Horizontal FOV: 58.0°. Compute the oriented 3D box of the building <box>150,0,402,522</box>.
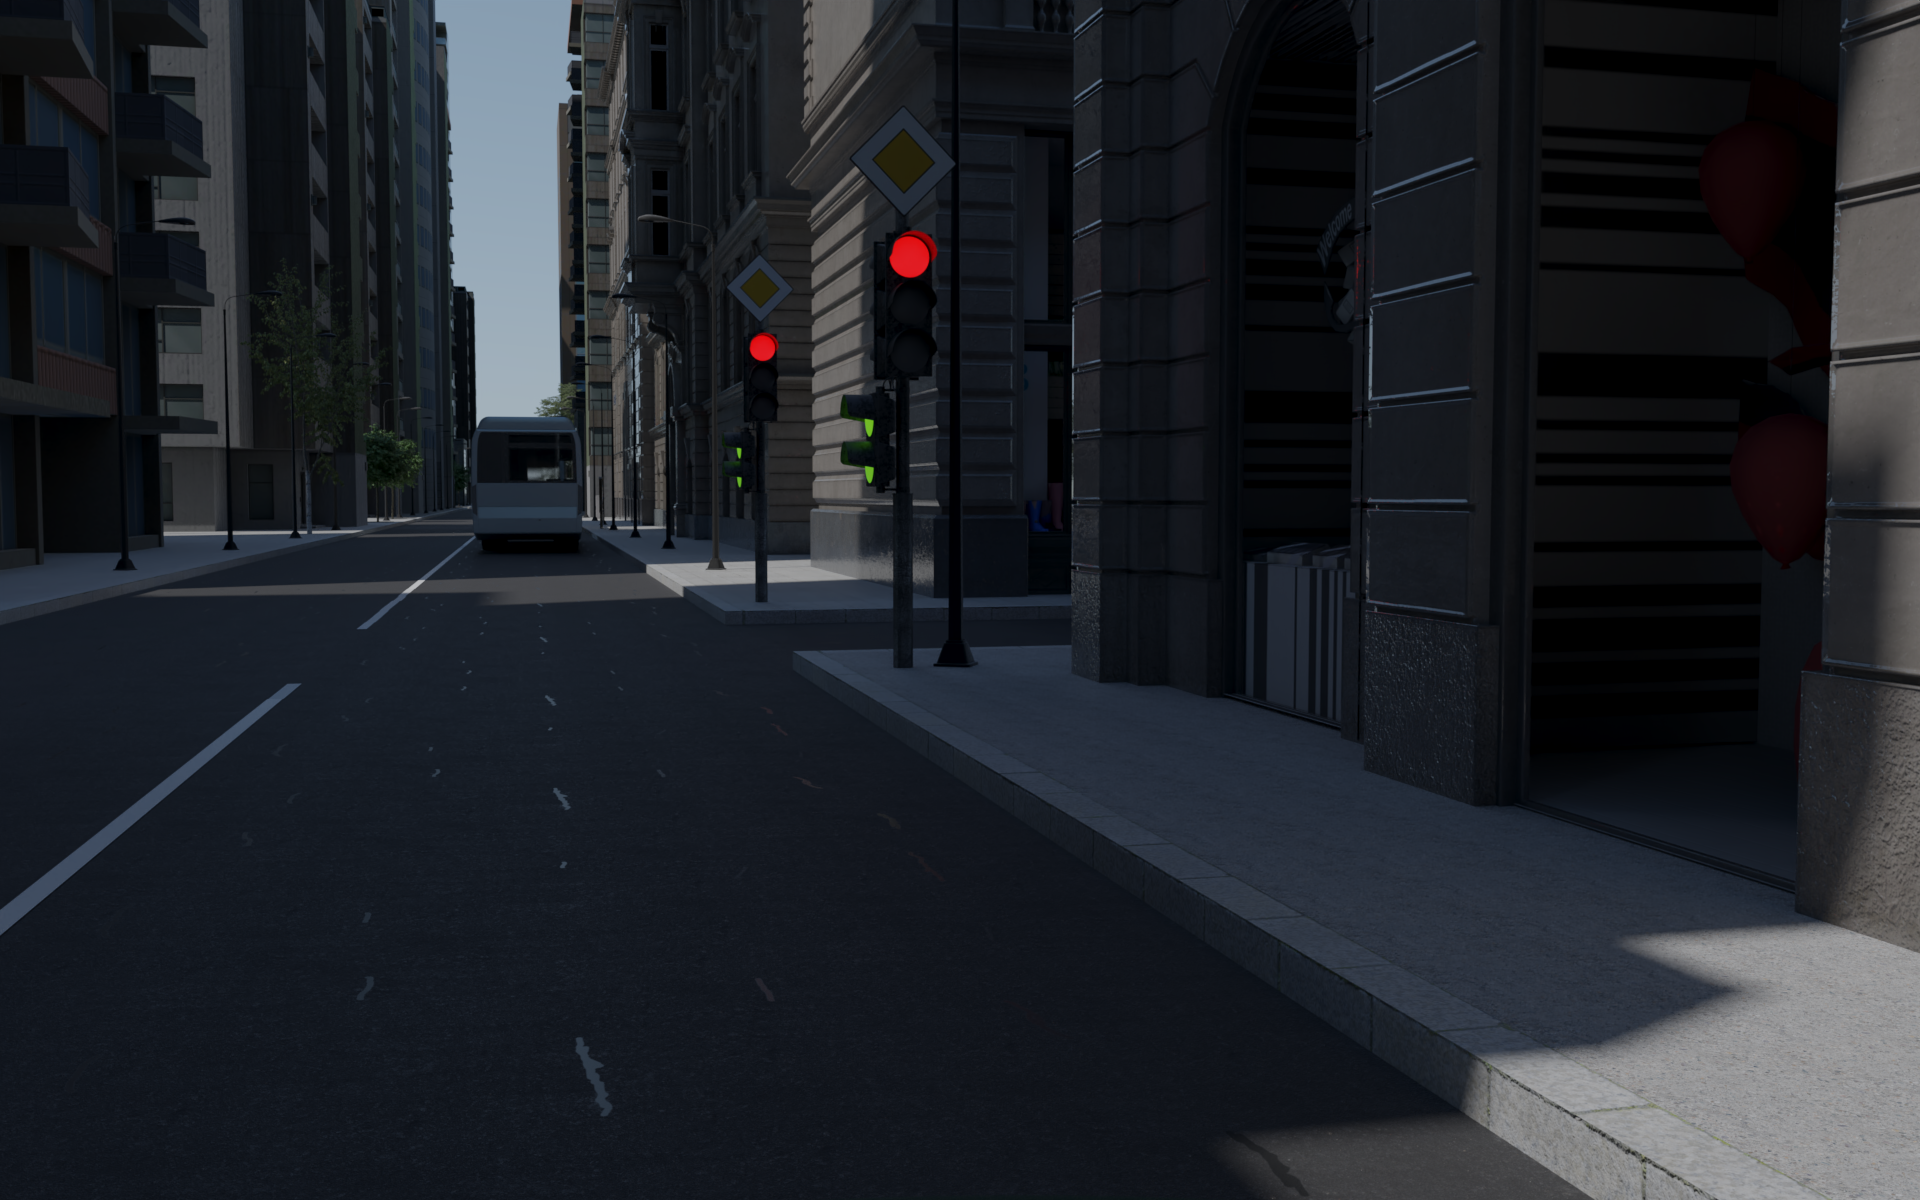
[{"bbox_3d":[-39.118,-19.843,96.131,14.160,30.474,14.107,-1,4,-14],"label":"building"}]

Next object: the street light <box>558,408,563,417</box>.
[{"bbox_3d":[-20.681,-7.372,93.074,1.470,5.913,1.316,-1,4,-14],"label":"street light"}]

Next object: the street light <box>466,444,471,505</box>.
[{"bbox_3d":[-45.708,-11.353,158.154,1.470,5.913,1.316,-1,4,-14],"label":"street light"}]

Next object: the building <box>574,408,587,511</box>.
[{"bbox_3d":[-16.586,-49.709,125.417,22.319,86.520,31.000,-1,4,-14],"label":"building"}]

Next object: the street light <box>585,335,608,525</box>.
[{"bbox_3d":[-10.098,-4.785,50.777,1.470,5.913,1.316,-1,4,-14],"label":"street light"}]

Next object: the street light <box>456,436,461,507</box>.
[{"bbox_3d":[-40.400,-10.041,136.709,1.470,5.913,1.316,-1,4,-14],"label":"street light"}]

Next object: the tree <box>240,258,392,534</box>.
[{"bbox_3d":[-20.507,-6.400,54.996,4.737,8.622,4.395,0,3,0],"label":"tree"}]

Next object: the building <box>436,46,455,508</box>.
[{"bbox_3d":[-52.307,-28.648,151.995,14.154,41.232,14.086,-1,4,-14],"label":"building"}]

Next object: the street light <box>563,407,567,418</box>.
[{"bbox_3d":[-17.968,-6.721,82.437,1.470,5.913,1.316,-1,4,-14],"label":"street light"}]

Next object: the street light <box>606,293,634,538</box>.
[{"bbox_3d":[-7.362,-4.146,40.326,1.470,5.913,1.316,-1,4,-14],"label":"street light"}]

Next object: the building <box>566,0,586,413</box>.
[{"bbox_3d":[-23.734,-30.647,155.706,22.147,44.769,28.867,-1,4,-14],"label":"building"}]

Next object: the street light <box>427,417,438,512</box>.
[{"bbox_3d":[-32.356,-8.041,104.016,1.470,5.913,1.316,-1,4,-14],"label":"street light"}]

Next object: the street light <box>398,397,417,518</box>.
[{"bbox_3d":[-26.959,-6.753,82.955,1.470,5.913,1.316,-1,4,-14],"label":"street light"}]

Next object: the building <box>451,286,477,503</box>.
[{"bbox_3d":[-73.329,-28.388,235.844,14.160,30.474,14.107,-1,4,-14],"label":"building"}]

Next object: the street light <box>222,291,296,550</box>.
[{"bbox_3d":[-16.164,-4.100,39.578,1.470,5.913,1.316,-1,4,-14],"label":"street light"}]

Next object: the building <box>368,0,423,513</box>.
[{"bbox_3d":[-42.485,-26.137,110.928,14.154,41.232,14.086,-1,4,-14],"label":"building"}]

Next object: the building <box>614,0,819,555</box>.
[{"bbox_3d":[-3.150,-14.329,53.368,14.460,24.649,34.723,-1,4,-14],"label":"building"}]

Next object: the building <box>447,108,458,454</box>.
[{"bbox_3d":[-65.040,-32.300,182.732,22.147,44.769,28.867,-1,4,-14],"label":"building"}]

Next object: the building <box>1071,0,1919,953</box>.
[{"bbox_3d":[9.277,-9.795,1.946,13.314,21.916,24.055,-1,4,-14],"label":"building"}]

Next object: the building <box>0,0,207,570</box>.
[{"bbox_3d":[-26.614,-22.974,30.245,22.147,44.769,28.867,-1,4,-14],"label":"building"}]

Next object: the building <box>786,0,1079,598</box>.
[{"bbox_3d":[7.483,-12.146,27.460,19.941,23.489,11.050,-1,4,-14],"label":"building"}]

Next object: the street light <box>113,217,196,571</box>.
[{"bbox_3d":[-13.526,-3.459,29.103,1.470,5.913,1.316,-1,4,-14],"label":"street light"}]

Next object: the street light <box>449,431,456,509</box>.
[{"bbox_3d":[-37.776,-9.400,126.231,1.470,5.913,1.316,-1,4,-14],"label":"street light"}]

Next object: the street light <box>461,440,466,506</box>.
[{"bbox_3d":[-43.161,-10.710,147.656,1.470,5.913,1.316,-1,4,-14],"label":"street light"}]

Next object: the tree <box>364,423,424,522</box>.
[{"bbox_3d":[-26.626,-5.817,78.829,4.285,4.588,4.351,0,3,0],"label":"tree"}]

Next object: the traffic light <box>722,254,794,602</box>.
[{"bbox_3d":[-2.376,-1.929,20.452,0.839,4.253,0.868,-1,4,-14],"label":"traffic light"}]

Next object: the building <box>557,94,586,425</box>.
[{"bbox_3d":[-38.175,-33.393,196.086,14.600,45.320,14.200,-1,4,-14],"label":"building"}]

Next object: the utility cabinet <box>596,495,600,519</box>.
[{"bbox_3d":[-18.855,-4.841,90.318,0.306,1.237,1.020,-1,4,-15],"label":"utility cabinet"}]

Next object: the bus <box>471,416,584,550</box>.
[{"bbox_3d":[-11.782,-3.228,47.634,2.948,3.499,13.247,-1,4,-13],"label":"bus"}]

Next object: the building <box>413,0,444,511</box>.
[{"bbox_3d":[-50.836,-35.968,130.077,21.231,58.520,28.212,-1,4,-14],"label":"building"}]

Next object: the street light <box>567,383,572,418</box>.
[{"bbox_3d":[-15.408,-6.080,71.942,1.470,5.913,1.316,-1,4,-14],"label":"street light"}]

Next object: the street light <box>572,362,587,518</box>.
[{"bbox_3d":[-12.857,-5.431,61.343,1.470,5.913,1.316,-1,4,-14],"label":"street light"}]

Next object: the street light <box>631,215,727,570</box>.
[{"bbox_3d":[-4.669,-3.459,29.102,1.470,5.913,1.316,-1,4,-14],"label":"street light"}]

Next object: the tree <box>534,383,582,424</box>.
[{"bbox_3d":[-40.164,-15.788,176.261,7.486,12.596,7.792,0,3,0],"label":"tree"}]

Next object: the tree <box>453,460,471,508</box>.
[{"bbox_3d":[-48.319,-11.140,165.856,4.285,4.588,4.351,0,3,0],"label":"tree"}]

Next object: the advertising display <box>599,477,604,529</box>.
[{"bbox_3d":[-13.370,-3.630,64.569,0.123,1.923,0.974,-1,4,-9],"label":"advertising display"}]

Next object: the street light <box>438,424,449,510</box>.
[{"bbox_3d":[-34.911,-8.708,114.912,1.470,5.913,1.316,-1,4,-14],"label":"street light"}]

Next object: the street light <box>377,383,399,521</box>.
[{"bbox_3d":[-24.410,-6.104,72.342,1.470,5.913,1.316,-1,4,-14],"label":"street light"}]

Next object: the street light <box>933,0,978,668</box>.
[{"bbox_3d":[-0.558,-2.454,12.663,1.470,5.913,1.316,-1,4,-14],"label":"street light"}]

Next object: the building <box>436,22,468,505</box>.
[{"bbox_3d":[-72.157,-54.948,211.067,22.319,86.520,31.000,-1,4,-14],"label":"building"}]

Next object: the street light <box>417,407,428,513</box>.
[{"bbox_3d":[-29.549,-7.360,92.883,1.470,5.913,1.316,-1,4,-14],"label":"street light"}]

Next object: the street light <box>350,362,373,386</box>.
[{"bbox_3d":[-21.481,-5.413,61.040,1.470,5.913,1.316,-1,4,-14],"label":"street light"}]

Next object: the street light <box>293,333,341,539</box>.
[{"bbox_3d":[-18.711,-4.742,50.076,1.470,5.913,1.316,-1,4,-14],"label":"street light"}]

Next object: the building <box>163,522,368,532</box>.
[{"bbox_3d":[-29.889,-17.821,63.071,14.160,30.474,14.107,-1,4,-14],"label":"building"}]

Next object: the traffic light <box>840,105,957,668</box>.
[{"bbox_3d":[-0.440,-1.455,12.704,0.839,4.253,0.868,-1,4,-14],"label":"traffic light"}]

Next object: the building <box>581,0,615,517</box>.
[{"bbox_3d":[-15.510,-20.336,104.190,14.160,30.474,14.107,-1,4,-14],"label":"building"}]

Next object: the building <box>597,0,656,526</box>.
[{"bbox_3d":[-10.311,-17.432,82.276,12.463,27.353,25.104,-1,4,-14],"label":"building"}]
